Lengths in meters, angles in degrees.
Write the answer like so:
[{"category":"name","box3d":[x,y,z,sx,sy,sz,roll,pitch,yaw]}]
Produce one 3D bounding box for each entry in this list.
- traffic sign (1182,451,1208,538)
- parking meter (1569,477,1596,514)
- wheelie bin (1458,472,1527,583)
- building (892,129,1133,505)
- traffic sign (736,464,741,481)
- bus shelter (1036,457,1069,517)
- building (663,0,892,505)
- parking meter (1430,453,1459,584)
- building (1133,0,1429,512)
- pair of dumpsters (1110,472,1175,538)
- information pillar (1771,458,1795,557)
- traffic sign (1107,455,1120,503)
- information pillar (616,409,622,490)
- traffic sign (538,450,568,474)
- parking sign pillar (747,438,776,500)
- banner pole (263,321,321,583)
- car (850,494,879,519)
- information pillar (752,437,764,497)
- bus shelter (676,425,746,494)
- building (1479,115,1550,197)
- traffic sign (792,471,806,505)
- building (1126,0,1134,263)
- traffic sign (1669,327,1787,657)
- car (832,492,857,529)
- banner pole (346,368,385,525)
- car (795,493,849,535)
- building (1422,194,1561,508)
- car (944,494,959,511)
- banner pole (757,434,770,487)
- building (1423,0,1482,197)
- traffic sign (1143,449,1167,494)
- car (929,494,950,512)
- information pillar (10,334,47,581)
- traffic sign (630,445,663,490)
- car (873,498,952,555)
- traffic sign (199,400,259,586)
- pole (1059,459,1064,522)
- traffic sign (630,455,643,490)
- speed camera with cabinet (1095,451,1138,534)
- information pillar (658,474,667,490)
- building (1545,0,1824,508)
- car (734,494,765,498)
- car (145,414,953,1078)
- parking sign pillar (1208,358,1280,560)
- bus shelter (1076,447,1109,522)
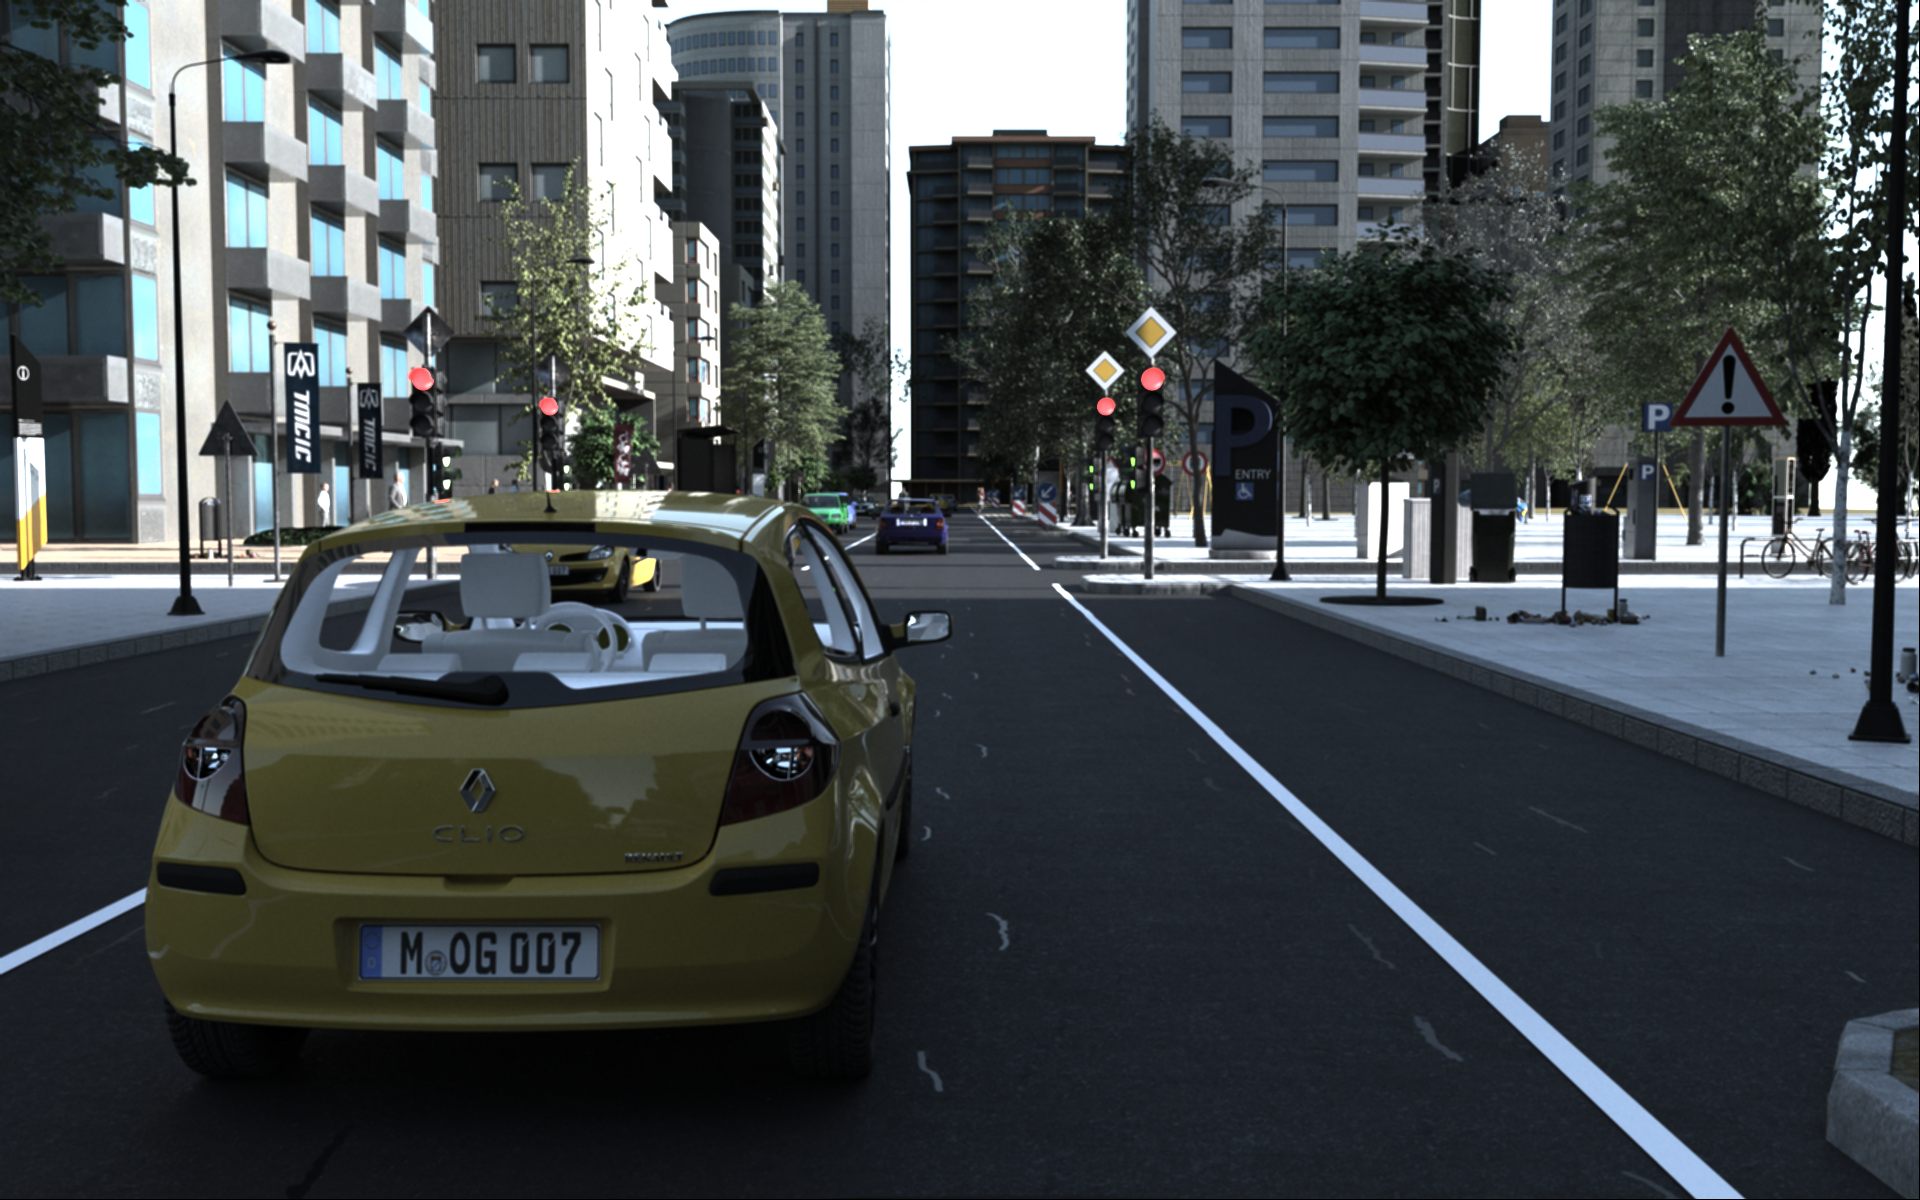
[{"category":"traffic sign","box3d":[6.819,-3.072,50.329,0.768,2.556,0.104,0,4,5]},{"category":"parking meter","box3d":[9.086,-1.034,25.325,0.372,1.533,0.369,0,3,0]},{"category":"wheelie bin","box3d":[7.749,-1.064,25.298,0.980,1.594,0.693,1,4,14]},{"category":"building","box3d":[6.463,-34.015,210.769,28.867,44.769,22.147,0,3,0]},{"category":"traffic sign","box3d":[-9.333,-4.332,70.930,0.768,2.556,0.104,1,4,8]},{"category":"bus shelter","box3d":[5.217,-6.348,97.720,2.014,3.302,5.546,0,3,0]},{"category":"building","box3d":[-22.511,-40.880,210.380,28.212,58.520,21.231,0,3,0]},{"category":"parking meter","box3d":[6.921,-1.166,24.776,0.255,1.863,0.399,-1,4,-12]},{"category":"building","box3d":[23.881,-36.140,132.888,21.231,58.520,28.212,0,3,0]},{"category":"pair of dumpsters","box3d":[5.535,-3.063,52.566,1.574,2.255,4.437,0,3,0]},{"category":"information pillar","box3d":[16.713,-1.877,35.179,0.304,2.012,0.304,-3,4,-38]},{"category":"traffic sign","box3d":[5.048,-3.562,58.242,0.884,2.594,0.081,0,4,1]},{"category":"information pillar","box3d":[-9.327,-3.425,47.346,0.183,3.616,0.504,-1,4,-17]},{"category":"traffic sign","box3d":[-10.390,-2.700,44.246,0.768,2.556,0.104,0,4,2]},{"category":"parking sign pillar","box3d":[-9.461,-5.756,82.582,1.447,3.967,1.447,-1,4,-16]},{"category":"banner pole","box3d":[-9.739,-2.154,25.239,0.863,3.779,0.401,-1,4,-20]},{"category":"car","box3d":[-5.630,-5.475,99.294,2.009,1.686,4.222,0,4,-1]},{"category":"information pillar","box3d":[-8.208,-4.849,70.639,0.504,3.616,0.183,-1,4,-21]},{"category":"bus shelter","box3d":[-8.857,-4.312,61.788,1.731,3.624,6.357,0,4,0]},{"category":"building","box3d":[69.621,-34.106,207.744,14.200,45.320,14.600,0,3,0]},{"category":"traffic sign","box3d":[-9.066,-5.959,97.536,0.768,2.556,0.104,0,4,4]},{"category":"building","box3d":[31.202,-47.217,210.249,20.611,71.187,20.563,0,3,0]},{"category":"traffic sign","box3d":[6.013,-0.833,13.627,0.884,2.594,0.081,0,4,6]},{"category":"car","box3d":[-5.214,-3.807,71.836,1.945,1.707,3.694,0,4,-1]},{"category":"banner pole","box3d":[-11.853,-2.713,34.369,0.863,3.779,0.401,0,4,1]},{"category":"car","box3d":[-4.993,-3.288,62.548,1.959,1.807,4.718,0,4,0]},{"category":"building","box3d":[49.675,-24.403,170.686,14.107,30.474,14.160,0,3,0]},{"category":"car","box3d":[-1.074,-8.089,144.258,2.014,1.417,4.499,0,4,2]},{"category":"banner pole","box3d":[-8.225,-5.025,72.183,0.863,3.779,0.401,3,5,42]},{"category":"building","box3d":[51.814,-47.150,209.153,20.611,71.187,20.563,0,3,0]},{"category":"traffic sign","box3d":[5.393,-2.960,48.497,0.768,2.556,0.104,0,4,6]},{"category":"car","box3d":[-1.819,-7.934,139.938,2.015,1.641,3.980,0,4,-1]},{"category":"information pillar","box3d":[-13.792,-2.097,25.638,0.183,3.616,0.504,1,4,17]},{"category":"traffic sign","box3d":[-8.345,-2.818,46.074,0.884,2.594,0.081,0,4,7]},{"category":"car","box3d":[-1.168,-1.824,42.404,1.945,1.354,3.894,0,4,-1]},{"category":"traffic sign","box3d":[-10.134,-1.467,23.996,0.884,2.594,0.081,1,4,9]},{"category":"pole","box3d":[4.701,-5.267,79.955,0.158,3.312,0.155,0,3,0]},{"category":"traffic sign","box3d":[-10.586,-3.431,56.207,0.768,2.556,0.104,0,4,5]},{"category":"speed camera with cabinet","box3d":[5.138,-3.830,56.956,0.660,3.252,2.038,-1,4,-23]},{"category":"information pillar","box3d":[-11.144,-3.697,64.934,0.304,2.012,0.304,0,4,4]},{"category":"building","box3d":[67.354,-44.519,166.138,20.611,71.187,20.563,0,3,0]},{"category":"car","box3d":[-5.298,-1.896,40.781,2.009,1.686,4.222,0,4,1]},{"category":"car","box3d":[-1.036,0.278,5.679,2.015,1.641,3.980,0,4,0]},{"category":"parking sign pillar","box3d":[5.635,-2.794,34.155,1.447,3.967,1.447,1,4,15]},{"category":"bus shelter","box3d":[6.375,-6.305,80.726,2.179,5.291,8.768,0,4,0]}]
